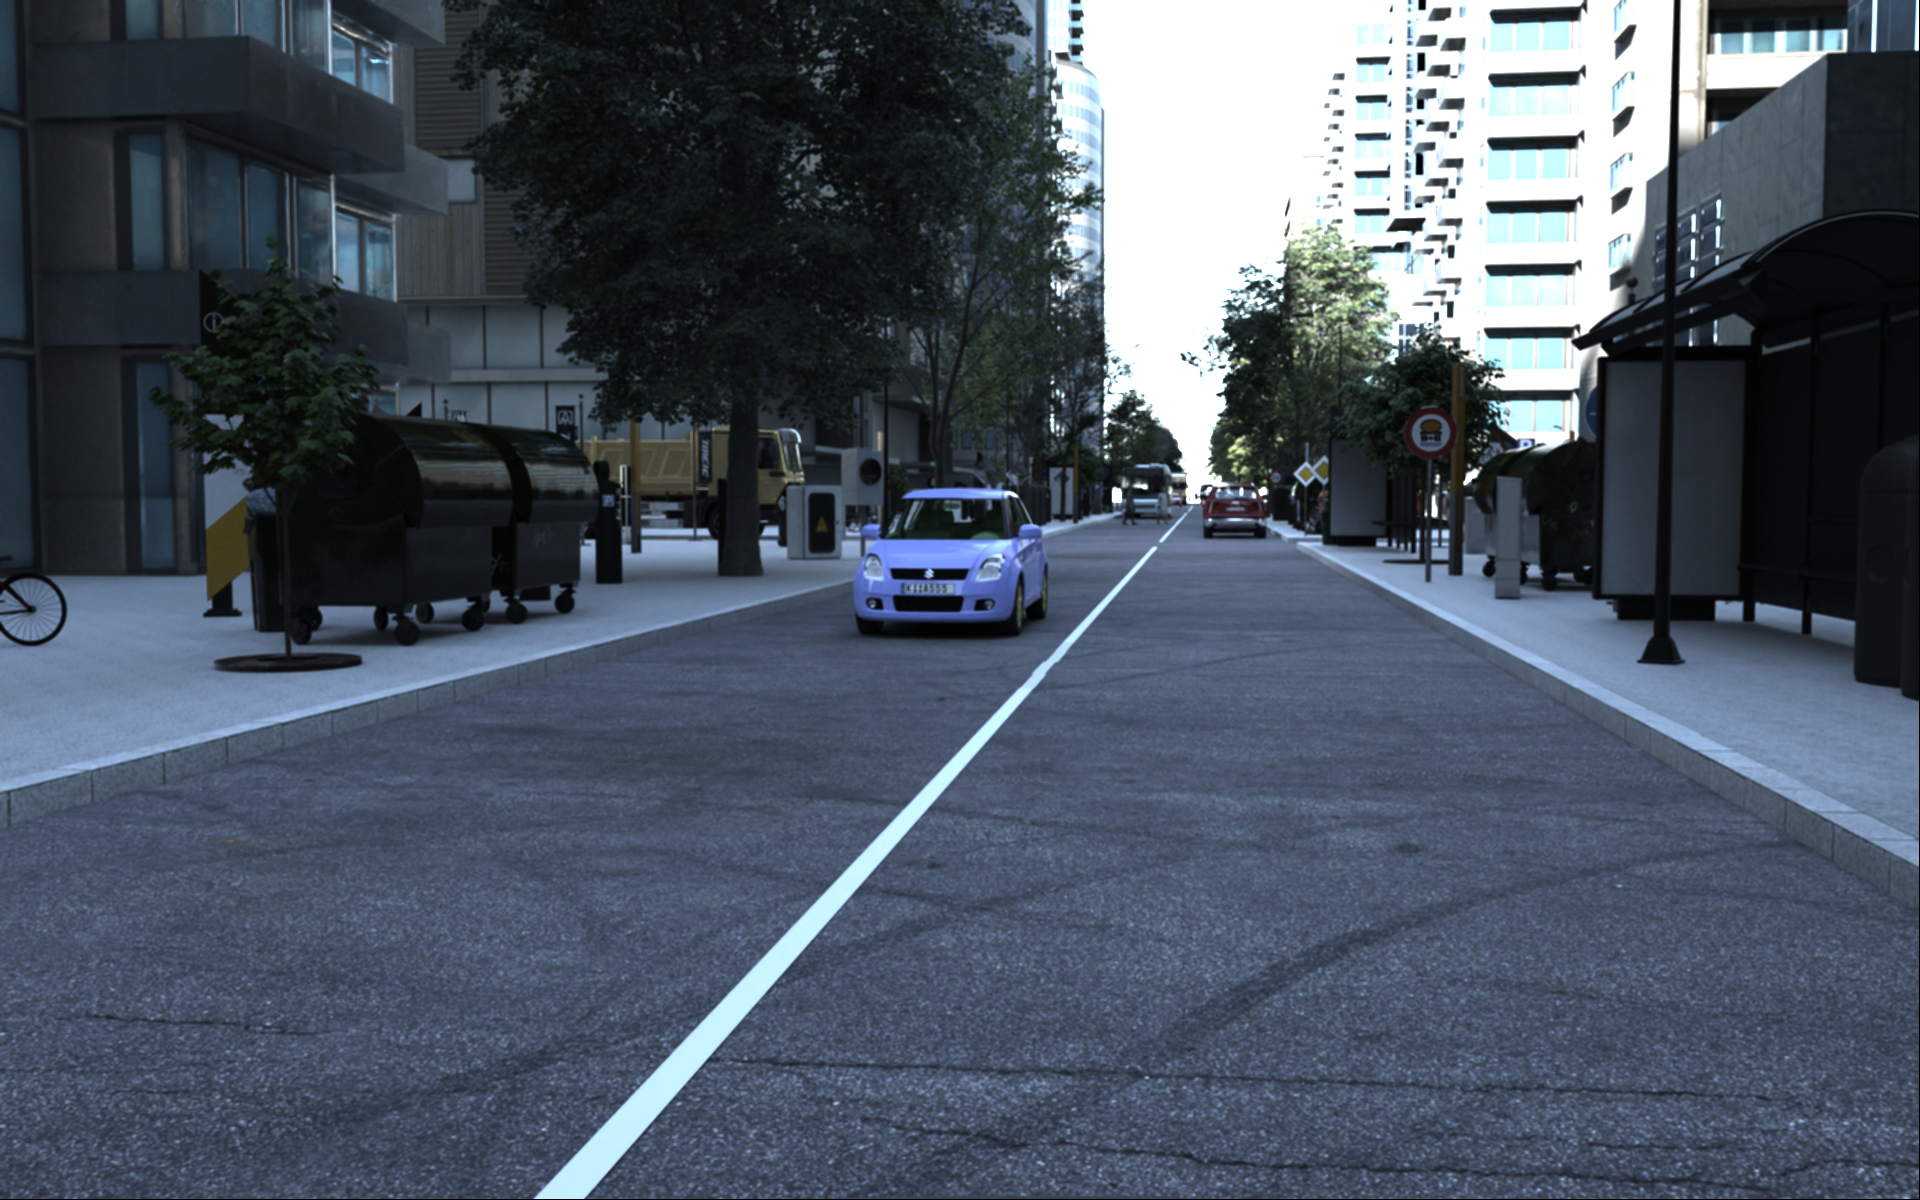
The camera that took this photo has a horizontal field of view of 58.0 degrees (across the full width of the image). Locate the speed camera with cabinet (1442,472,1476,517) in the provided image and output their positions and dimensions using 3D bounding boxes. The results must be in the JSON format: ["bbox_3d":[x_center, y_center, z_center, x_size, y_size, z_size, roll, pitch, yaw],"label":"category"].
[{"bbox_3d":[27.397,-6.168,95.185,2.038,3.252,0.660,2,4,25],"label":"speed camera with cabinet"}]

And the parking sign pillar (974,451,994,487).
[{"bbox_3d":[1.485,-7.247,106.962,1.447,3.967,1.447,3,5,43],"label":"parking sign pillar"}]

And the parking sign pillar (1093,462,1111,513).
[{"bbox_3d":[9.851,-8.025,119.684,1.447,3.967,1.447,2,4,26],"label":"parking sign pillar"}]

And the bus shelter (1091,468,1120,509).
[{"bbox_3d":[10.256,-7.933,123.626,2.014,3.302,5.546,0,4,8],"label":"bus shelter"}]

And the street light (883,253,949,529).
[{"bbox_3d":[-0.907,-3.734,33.587,1.470,5.913,1.316,0,4,8],"label":"street light"}]

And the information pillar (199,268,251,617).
[{"bbox_3d":[-7.658,-1.635,18.084,0.504,3.616,0.183,-1,4,-10],"label":"information pillar"}]

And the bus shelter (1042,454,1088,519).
[{"bbox_3d":[5.478,-5.869,89.883,2.014,3.302,5.546,0,4,8],"label":"bus shelter"}]

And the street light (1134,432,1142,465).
[{"bbox_3d":[12.613,-9.583,129.218,1.470,5.913,1.316,0,4,8],"label":"street light"}]

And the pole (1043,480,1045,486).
[{"bbox_3d":[5.144,-6.877,106.288,0.158,3.312,0.155,0,3,0],"label":"pole"}]

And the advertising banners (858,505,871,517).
[{"bbox_3d":[-5.819,-6.201,97.566,2.074,3.025,0.090,3,5,40],"label":"advertising banners"}]

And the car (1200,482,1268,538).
[{"bbox_3d":[9.132,-2.999,57.709,2.281,1.827,5.304,0,4,8],"label":"car"}]

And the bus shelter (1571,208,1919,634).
[{"bbox_3d":[6.898,-1.292,15.042,2.014,3.302,5.546,1,4,8],"label":"bus shelter"}]

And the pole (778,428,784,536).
[{"bbox_3d":[-5.531,-3.653,53.572,0.158,3.312,0.155,0,3,0],"label":"pole"}]

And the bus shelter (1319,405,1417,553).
[{"bbox_3d":[9.463,-2.814,39.939,2.014,3.302,5.546,1,4,8],"label":"bus shelter"}]

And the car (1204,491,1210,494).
[{"bbox_3d":[28.571,-11.530,197.181,2.281,1.827,5.304,1,4,8],"label":"car"}]

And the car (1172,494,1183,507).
[{"bbox_3d":[23.561,-11.130,191.020,2.155,1.783,4.494,0,4,7],"label":"car"}]

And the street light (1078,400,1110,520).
[{"bbox_3d":[6.457,-6.888,85.162,1.470,5.913,1.316,0,4,8],"label":"street light"}]

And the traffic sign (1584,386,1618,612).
[{"bbox_3d":[7.151,-1.142,18.776,0.768,2.556,0.104,1,4,16],"label":"traffic sign"}]

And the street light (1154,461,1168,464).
[{"bbox_3d":[24.346,-14.651,212.090,1.470,5.913,1.316,0,4,8],"label":"street light"}]

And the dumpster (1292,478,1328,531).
[{"bbox_3d":[12.356,-3.535,60.295,1.502,2.255,1.985,1,4,8],"label":"dumpster"}]

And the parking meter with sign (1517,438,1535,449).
[{"bbox_3d":[18.198,-3.578,54.753,0.543,3.016,1.738,3,5,40],"label":"parking meter with sign"}]

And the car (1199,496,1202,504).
[{"bbox_3d":[34.337,-14.202,241.238,2.155,1.783,4.494,0,4,6],"label":"car"}]

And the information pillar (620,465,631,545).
[{"bbox_3d":[-8.458,-2.427,44.167,0.304,2.012,0.304,-3,5,-42],"label":"information pillar"}]

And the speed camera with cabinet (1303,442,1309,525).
[{"bbox_3d":[13.732,-4.365,65.697,0.660,3.252,2.038,-2,4,-27],"label":"speed camera with cabinet"}]

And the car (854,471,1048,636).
[{"bbox_3d":[-0.034,-0.560,18.754,1.945,1.707,3.694,1,4,9],"label":"car"}]

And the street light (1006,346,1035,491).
[{"bbox_3d":[2.018,-4.979,53.944,1.470,5.913,1.316,0,4,8],"label":"street light"}]

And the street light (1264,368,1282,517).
[{"bbox_3d":[11.925,-5.596,64.037,1.470,5.913,1.316,0,4,8],"label":"street light"}]

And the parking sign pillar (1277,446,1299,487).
[{"bbox_3d":[18.090,-6.533,95.293,1.447,3.967,1.447,1,4,9],"label":"parking sign pillar"}]

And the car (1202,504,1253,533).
[{"bbox_3d":[10.206,-3.292,65.822,2.014,1.417,4.499,0,4,6],"label":"car"}]

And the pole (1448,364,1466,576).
[{"bbox_3d":[7.822,-2.043,27.240,0.158,3.312,0.155,0,3,0],"label":"pole"}]

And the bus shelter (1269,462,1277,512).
[{"bbox_3d":[19.029,-6.531,100.707,2.014,3.302,5.546,0,4,8],"label":"bus shelter"}]

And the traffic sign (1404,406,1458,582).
[{"bbox_3d":[6.843,-1.537,25.238,0.768,2.556,0.104,1,4,11],"label":"traffic sign"}]

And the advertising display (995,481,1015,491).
[{"bbox_3d":[2.236,-4.964,86.375,0.974,1.923,0.123,0,4,-7],"label":"advertising display"}]

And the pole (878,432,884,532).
[{"bbox_3d":[-2.583,-3.841,56.645,0.158,3.312,0.155,0,3,0],"label":"pole"}]

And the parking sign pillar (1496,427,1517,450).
[{"bbox_3d":[20.133,-4.627,64.128,1.447,3.967,1.447,-3,5,-41],"label":"parking sign pillar"}]

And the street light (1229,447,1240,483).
[{"bbox_3d":[22.679,-10.240,139.969,1.470,5.913,1.316,0,4,8],"label":"street light"}]

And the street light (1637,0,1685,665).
[{"bbox_3d":[4.799,-2.479,13.081,1.470,5.913,1.316,0,4,8],"label":"street light"}]

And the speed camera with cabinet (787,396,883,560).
[{"bbox_3d":[-2.476,-2.456,34.493,2.038,3.252,0.660,-3,5,-42],"label":"speed camera with cabinet"}]

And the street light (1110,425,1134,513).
[{"bbox_3d":[10.713,-8.779,116.075,1.470,5.913,1.316,0,4,8],"label":"street light"}]

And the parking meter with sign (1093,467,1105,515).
[{"bbox_3d":[8.678,-6.899,109.058,0.543,3.016,1.738,1,4,15],"label":"parking meter with sign"}]

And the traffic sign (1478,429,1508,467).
[{"bbox_3d":[10.642,-2.114,34.573,0.884,2.594,0.081,1,4,13],"label":"traffic sign"}]

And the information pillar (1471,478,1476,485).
[{"bbox_3d":[23.462,-4.561,79.057,0.304,2.012,0.304,1,4,14],"label":"information pillar"}]

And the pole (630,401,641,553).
[{"bbox_3d":[-7.038,-2.673,37.555,0.158,3.312,0.155,0,3,0],"label":"pole"}]

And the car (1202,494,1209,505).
[{"bbox_3d":[27.142,-10.907,187.363,2.155,1.783,4.494,0,4,7],"label":"car"}]

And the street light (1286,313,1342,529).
[{"bbox_3d":[9.182,-4.397,44.438,1.470,5.913,1.316,0,4,8],"label":"street light"}]

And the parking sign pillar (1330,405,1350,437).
[{"bbox_3d":[11.806,-3.892,52.102,1.447,3.967,1.447,0,4,6],"label":"parking sign pillar"}]

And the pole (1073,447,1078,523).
[{"bbox_3d":[5.050,-5.002,75.621,0.158,3.312,0.155,0,3,0],"label":"pole"}]

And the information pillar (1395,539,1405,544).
[{"bbox_3d":[11.493,-2.477,44.991,0.304,2.012,0.304,0,4,6],"label":"information pillar"}]

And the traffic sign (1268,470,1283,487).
[{"bbox_3d":[16.873,-5.656,92.581,0.768,2.556,0.104,1,4,15],"label":"traffic sign"}]

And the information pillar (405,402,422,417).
[{"bbox_3d":[-13.846,-3.214,43.895,0.504,3.616,0.183,-2,4,-35],"label":"information pillar"}]
